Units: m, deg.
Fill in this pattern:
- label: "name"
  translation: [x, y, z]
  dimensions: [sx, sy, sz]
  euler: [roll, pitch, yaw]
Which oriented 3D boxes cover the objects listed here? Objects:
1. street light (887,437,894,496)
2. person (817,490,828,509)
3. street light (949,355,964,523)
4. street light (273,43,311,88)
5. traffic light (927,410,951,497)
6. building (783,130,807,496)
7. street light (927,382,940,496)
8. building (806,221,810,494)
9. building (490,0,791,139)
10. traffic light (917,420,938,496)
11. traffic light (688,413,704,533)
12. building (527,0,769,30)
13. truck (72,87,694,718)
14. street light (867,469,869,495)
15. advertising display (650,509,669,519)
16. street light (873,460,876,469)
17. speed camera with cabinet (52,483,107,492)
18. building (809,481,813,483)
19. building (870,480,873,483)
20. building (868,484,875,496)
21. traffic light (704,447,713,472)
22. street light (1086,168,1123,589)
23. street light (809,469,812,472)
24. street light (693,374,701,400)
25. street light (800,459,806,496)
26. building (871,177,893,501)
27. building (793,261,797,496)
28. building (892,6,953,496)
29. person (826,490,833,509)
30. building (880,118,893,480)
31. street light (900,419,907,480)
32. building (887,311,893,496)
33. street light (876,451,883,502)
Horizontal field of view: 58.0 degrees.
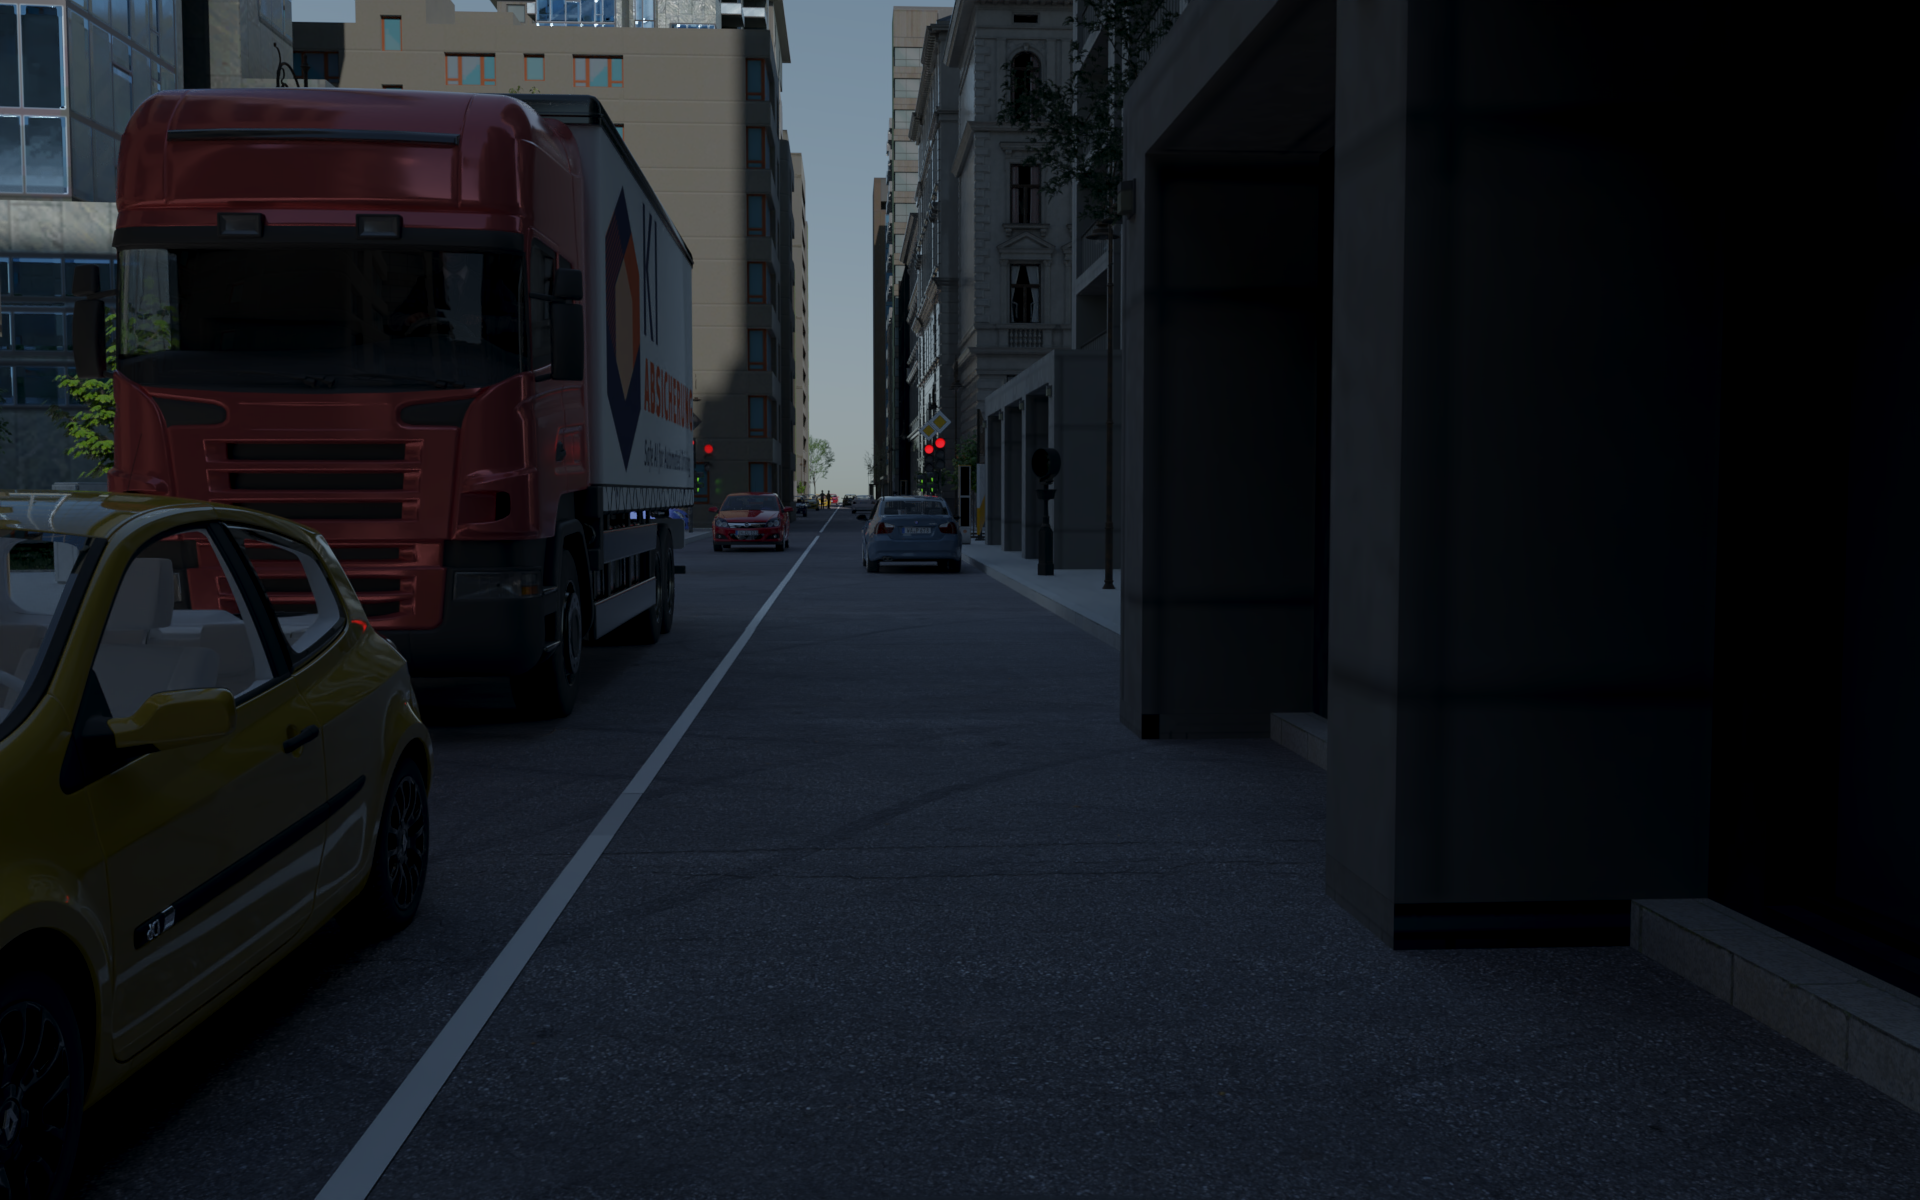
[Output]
- label: "street light"
  translation: [-6.016, -10.695, 147.652]
  dimensions: [0.468, 5.910, 1.993]
  euler: [0, 4, -4]
- label: "person"
  translation: [-13.010, -9.475, 163.433]
  dimensions: [1.348, 1.823, 0.705]
  euler: [2, 4, 26]
- label: "street light"
  translation: [-0.133, -5.196, 57.737]
  dimensions: [0.468, 5.910, 1.993]
  euler: [0, 4, -4]
- label: "street light"
  translation: [-6.880, -2.788, 18.378]
  dimensions: [0.468, 5.910, 1.993]
  euler: [0, 4, -4]
- label: "traffic light"
  translation: [-0.696, -4.229, 58.066]
  dimensions: [0.839, 4.253, 0.868]
  euler: [0, 4, -4]
- label: "building"
  translation: [-31.642, -37.281, 233.244]
  dimensions: [21.300, 48.544, 21.600]
  euler: [0, 4, -4]
- label: "street light"
  translation: [-1.103, -6.047, 71.654]
  dimensions: [0.468, 5.910, 1.993]
  euler: [0, 4, -4]
- label: "building"
  translation: [-29.168, -34.751, 251.775]
  dimensions: [14.154, 41.232, 14.086]
  euler: [0, 4, -4]
- label: "building"
  translation: [-32.580, -36.366, 183.826]
  dimensions: [28.713, 52.752, 27.495]
  euler: [0, 4, -4]
- label: "traffic light"
  translation: [-1.211, -4.716, 66.034]
  dimensions: [0.839, 4.253, 0.868]
  euler: [0, 4, -4]
- label: "traffic light"
  translation: [-8.940, -4.196, 57.520]
  dimensions: [0.839, 4.253, 0.868]
  euler: [0, 4, -4]
- label: "building"
  translation: [-26.723, -51.436, 153.646]
  dimensions: [22.319, 86.520, 31.000]
  euler: [0, 4, -4]
- label: "truck"
  translation: [-3.900, -1.559, 14.405]
  dimensions: [2.839, 4.237, 11.283]
  euler: [0, 4, -4]
- label: "street light"
  translation: [-13.676, -17.920, 265.784]
  dimensions: [0.468, 5.910, 1.993]
  euler: [0, 4, -4]
- label: "advertising display"
  translation: [-8.916, -2.828, 51.454]
  dimensions: [0.123, 1.923, 0.974]
  euler: [1, 4, 18]
- label: "street light"
  translation: [-10.462, -14.926, 216.833]
  dimensions: [0.468, 5.910, 1.993]
  euler: [0, 4, -4]
- label: "speed camera with cabinet"
  translation: [-12.279, -1.907, 25.512]
  dimensions: [0.660, 3.252, 2.038]
  euler: [2, 4, 27]
- label: "building"
  translation: [-35.469, -40.034, 274.167]
  dimensions: [23.786, 49.044, 30.456]
  euler: [0, 4, -4]
- label: "building"
  translation: [-1.658, -39.256, 261.441]
  dimensions: [23.786, 49.044, 30.456]
  euler: [0, 4, -4]
- label: "building"
  translation: [0.858, -36.527, 289.102]
  dimensions: [32.217, 40.220, 23.993]
  euler: [0, 4, -4]
- label: "traffic light"
  translation: [-9.454, -4.683, 65.489]
  dimensions: [0.839, 4.253, 0.868]
  euler: [0, 4, -4]
- label: "street light"
  translation: [2.012, -3.086, 23.241]
  dimensions: [0.468, 5.910, 1.993]
  euler: [0, 4, -4]
- label: "street light"
  translation: [-22.525, -17.582, 260.248]
  dimensions: [0.468, 5.910, 1.993]
  euler: [0, 4, -4]
- label: "street light"
  translation: [-9.956, -5.697, 65.940]
  dimensions: [0.468, 5.910, 1.993]
  euler: [0, 4, -4]
- label: "street light"
  translation: [-20.273, -15.483, 225.938]
  dimensions: [0.468, 5.910, 1.993]
  euler: [0, 4, -4]
- label: "building"
  translation: [-5.007, -36.018, 239.007]
  dimensions: [14.600, 45.320, 14.200]
  euler: [0, 4, -4]
- label: "building"
  translation: [-26.745, -26.554, 205.851]
  dimensions: [14.160, 30.474, 14.107]
  euler: [0, 4, -4]
- label: "building"
  translation: [1.130, -28.516, 149.831]
  dimensions: [14.154, 41.232, 14.086]
  euler: [0, 4, -4]
- label: "person"
  translation: [-12.726, -9.770, 168.332]
  dimensions: [0.705, 1.812, 1.348]
  euler: [-2, 4, -33]
- label: "building"
  translation: [2.707, -35.616, 201.934]
  dimensions: [23.786, 49.044, 30.456]
  euler: [0, 4, -4]
- label: "street light"
  translation: [-3.449, -8.159, 106.179]
  dimensions: [0.468, 5.910, 1.993]
  euler: [0, 4, -4]
- label: "building"
  translation: [6.902, -20.038, 172.658]
  dimensions: [27.650, 21.520, 28.899]
  euler: [0, 4, -4]
- label: "street light"
  translation: [-8.317, -12.819, 182.377]
  dimensions: [0.468, 5.910, 1.993]
  euler: [0, 4, -4]
